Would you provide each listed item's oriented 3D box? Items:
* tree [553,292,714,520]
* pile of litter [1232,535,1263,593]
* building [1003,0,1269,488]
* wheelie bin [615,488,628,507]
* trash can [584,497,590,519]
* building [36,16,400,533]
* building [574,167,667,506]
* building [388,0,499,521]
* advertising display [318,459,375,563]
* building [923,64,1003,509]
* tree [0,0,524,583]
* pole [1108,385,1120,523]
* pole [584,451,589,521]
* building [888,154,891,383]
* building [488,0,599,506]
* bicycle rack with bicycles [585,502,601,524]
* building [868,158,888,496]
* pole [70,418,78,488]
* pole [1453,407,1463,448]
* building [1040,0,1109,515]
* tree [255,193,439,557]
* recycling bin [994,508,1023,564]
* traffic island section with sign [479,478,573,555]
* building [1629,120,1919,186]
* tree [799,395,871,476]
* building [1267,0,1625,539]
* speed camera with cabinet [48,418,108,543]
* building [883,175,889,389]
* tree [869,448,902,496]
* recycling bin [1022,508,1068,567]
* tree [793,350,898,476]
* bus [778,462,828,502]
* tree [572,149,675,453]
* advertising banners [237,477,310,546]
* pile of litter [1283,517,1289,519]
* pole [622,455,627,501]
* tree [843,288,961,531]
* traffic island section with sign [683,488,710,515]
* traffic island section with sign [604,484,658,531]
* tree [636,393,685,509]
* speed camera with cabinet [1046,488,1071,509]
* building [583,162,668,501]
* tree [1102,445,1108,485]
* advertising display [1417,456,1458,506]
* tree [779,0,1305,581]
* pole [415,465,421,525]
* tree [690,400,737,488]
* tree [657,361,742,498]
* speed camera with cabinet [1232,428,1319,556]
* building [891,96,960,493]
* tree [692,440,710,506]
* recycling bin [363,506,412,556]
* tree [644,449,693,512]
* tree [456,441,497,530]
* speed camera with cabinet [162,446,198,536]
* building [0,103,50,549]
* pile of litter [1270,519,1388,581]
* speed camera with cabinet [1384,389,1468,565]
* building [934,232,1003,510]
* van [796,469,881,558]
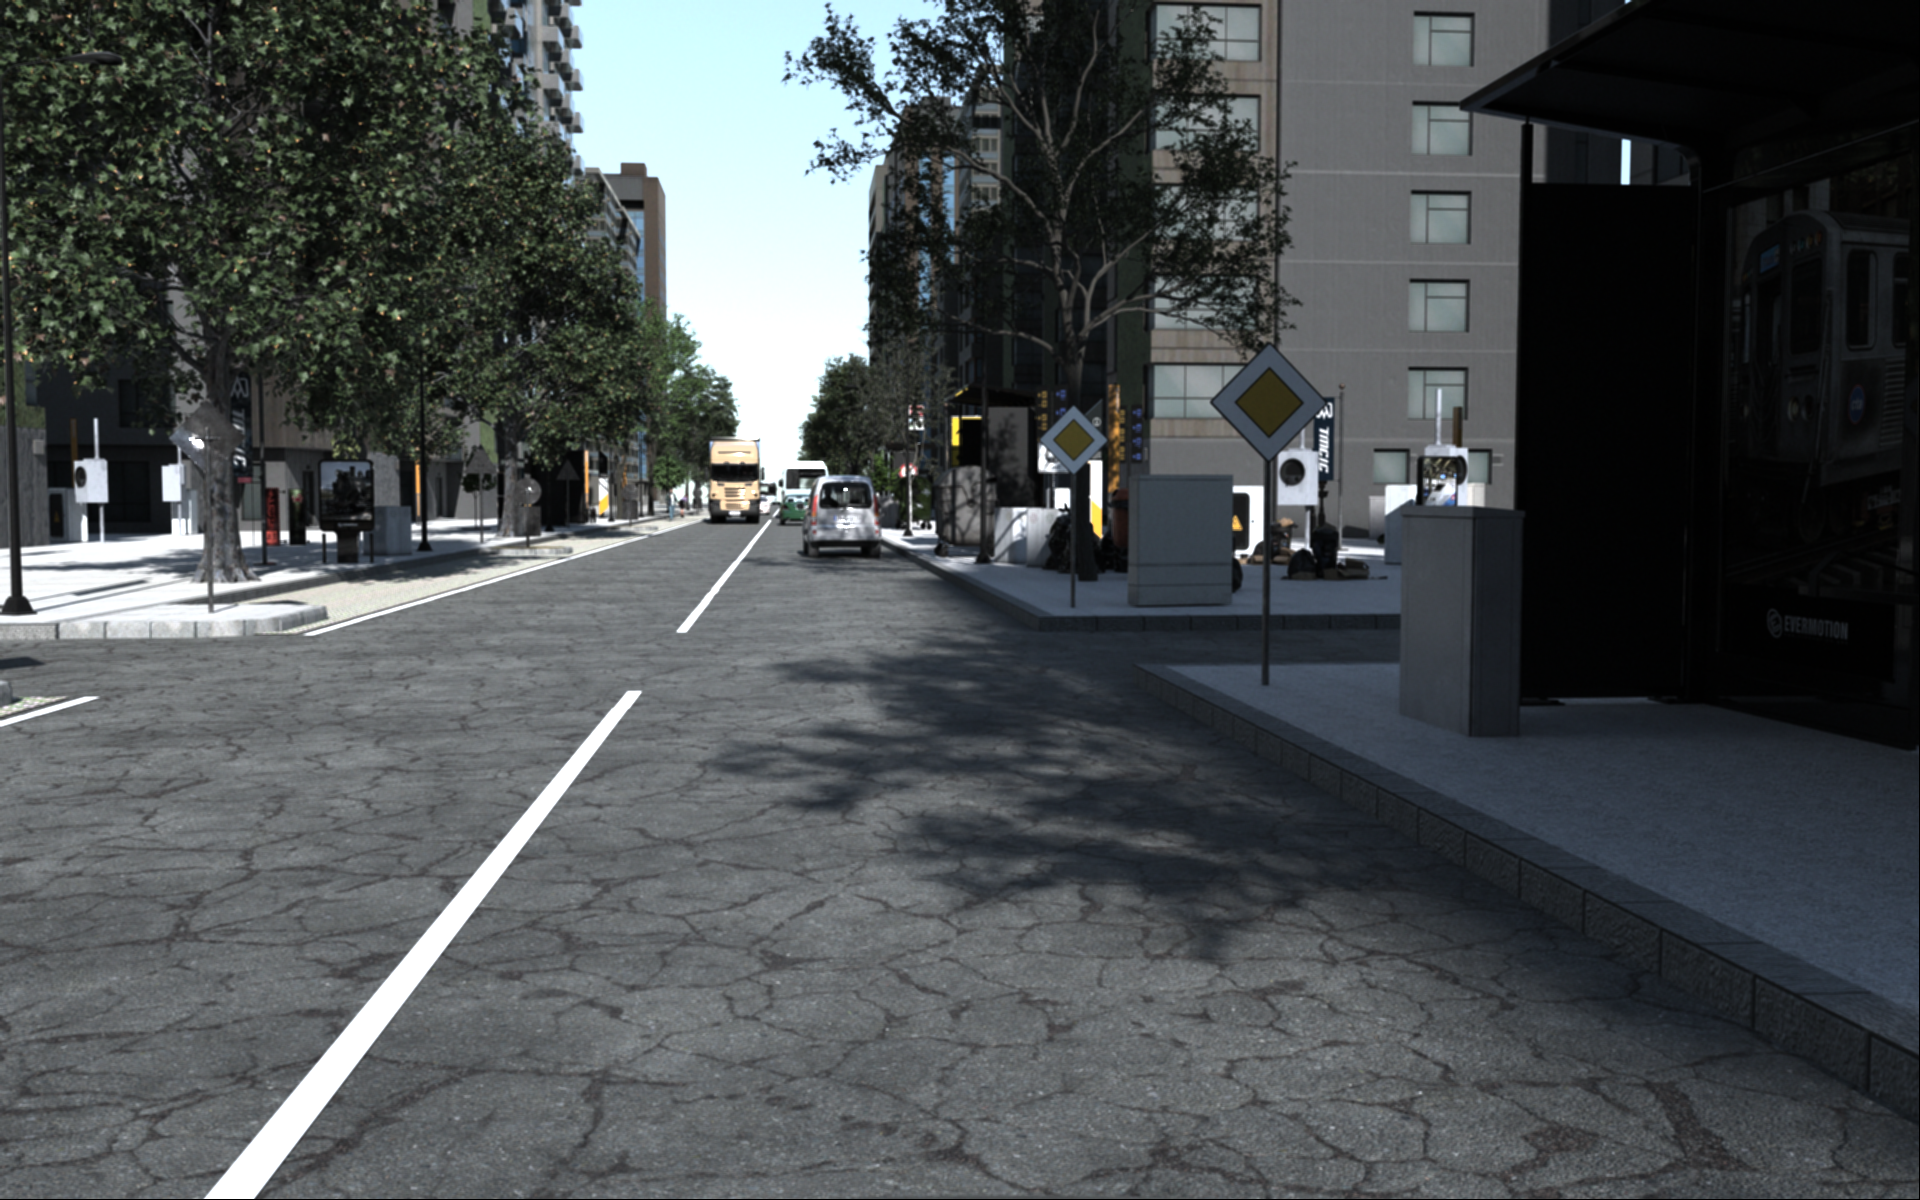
[{"bbox_3d":[-16.968,-9.839,86.617,9.928,11.665,9.643,0,3,0],"label":"tree"},{"bbox_3d":[3.184,-0.548,22.925,1.176,0.858,1.719,2,4,32],"label":"pile of litter"},{"bbox_3d":[9.344,-25.670,103.303,14.154,41.232,14.086,0,4,-6],"label":"building"},{"bbox_3d":[-18.034,-5.194,92.824,0.980,1.594,0.693,0,4,8],"label":"wheelie bin"},{"bbox_3d":[-18.446,-4.473,84.794,0.748,1.137,0.748,0,3,0],"label":"trash can"},{"bbox_3d":[-28.908,-17.724,61.494,14.160,30.474,14.107,0,4,-6],"label":"building"},{"bbox_3d":[-53.547,-32.169,217.849,32.217,40.220,23.993,0,4,-6],"label":"building"},{"bbox_3d":[-30.774,-24.437,83.144,14.154,41.232,14.086,0,4,-6],"label":"building"},{"bbox_3d":[-11.403,-1.652,32.219,0.974,1.923,0.123,-1,4,-8],"label":"advertising display"},{"bbox_3d":[12.731,-28.151,152.155,32.217,40.220,23.993,0,4,-6],"label":"building"},{"bbox_3d":[-10.809,-6.601,24.939,9.611,12.733,9.660,0,3,0],"label":"tree"},{"bbox_3d":[2.879,-2.360,32.432,0.158,3.312,0.155,0,3,0],"label":"pole"},{"bbox_3d":[-17.596,-5.370,81.644,0.158,3.312,0.155,0,3,0],"label":"pole"},{"bbox_3d":[-1.385,-34.267,210.369,14.600,45.320,14.200,0,4,-6],"label":"building"},{"bbox_3d":[-41.674,-31.596,136.200,23.786,49.044,30.456,0,4,-6],"label":"building"},{"bbox_3d":[-17.035,-3.860,76.499,2.852,0.926,2.925,0,4,3],"label":"bicycle rack with bicycles"},{"bbox_3d":[-1.652,-37.874,242.935,21.300,48.544,21.600,0,4,-6],"label":"building"},{"bbox_3d":[-23.841,-3.231,46.666,0.158,3.312,0.155,0,3,0],"label":"pole"},{"bbox_3d":[11.642,-2.860,40.599,0.158,3.312,0.155,0,3,0],"label":"pole"},{"bbox_3d":[10.974,-19.391,88.744,14.160,30.474,14.107,0,4,-6],"label":"building"},{"bbox_3d":[-12.513,-5.174,34.956,4.737,8.622,4.395,0,3,0],"label":"tree"},{"bbox_3d":[1.112,-1.198,32.143,0.722,1.027,0.722,-2,4,-31],"label":"recycling bin"},{"bbox_3d":[-10.311,-1.997,41.279,1.989,1.847,2.006,0,4,-6],"label":"traffic island section with sign"},{"bbox_3d":[30.215,-36.725,38.711,20.611,71.187,20.563,0,4,-6],"label":"building"},{"bbox_3d":[-11.447,-15.090,164.848,7.486,12.596,7.792,0,3,0],"label":"tree"},{"bbox_3d":[11.747,-22.763,55.778,14.154,41.232,14.086,0,4,-6],"label":"building"},{"bbox_3d":[-23.218,-3.132,45.540,2.038,3.252,0.660,2,4,35],"label":"speed camera with cabinet"},{"bbox_3d":[-3.050,-33.111,224.956,14.154,41.232,14.086,0,4,-6],"label":"building"},{"bbox_3d":[-3.173,-4.546,68.928,1.663,3.219,1.824,0,3,0],"label":"tree"},{"bbox_3d":[1.647,-1.098,30.507,0.722,1.027,0.722,3,4,36],"label":"recycling bin"},{"bbox_3d":[-8.793,-13.535,138.308,9.611,12.733,9.660,0,3,0],"label":"tree"},{"bbox_3d":[-9.479,-6.734,104.962,2.948,3.499,13.247,0,4,-6],"label":"bus"},{"bbox_3d":[-13.280,-8.218,51.379,9.611,12.733,9.660,0,3,0],"label":"tree"},{"bbox_3d":[-17.028,-2.850,42.793,0.090,3.025,2.074,2,4,34],"label":"advertising banners"},{"bbox_3d":[5.765,-1.076,31.559,1.176,0.858,1.719,-3,4,-38],"label":"pile of litter"},{"bbox_3d":[-17.667,-5.954,91.195,0.158,3.312,0.155,0,3,0],"label":"pole"},{"bbox_3d":[-1.777,-6.623,58.641,4.360,8.622,3.978,0,3,0],"label":"tree"},{"bbox_3d":[-17.731,-6.654,117.423,1.989,1.847,2.006,0,4,-6],"label":"traffic island section with sign"},{"bbox_3d":[-12.925,-3.638,68.108,1.989,1.847,2.006,0,4,-6],"label":"traffic island section with sign"},{"bbox_3d":[-23.773,-13.184,149.970,8.767,10.594,7.601,-1,4,-19],"label":"tree"},{"bbox_3d":[2.498,-3.322,48.657,2.038,3.252,0.660,-1,4,-22],"label":"speed camera with cabinet"},{"bbox_3d":[-47.617,-35.921,237.420,14.600,45.320,14.200,0,4,-6],"label":"building"},{"bbox_3d":[7.854,-5.810,78.713,4.285,4.588,4.351,0,3,0],"label":"tree"},{"bbox_3d":[8.132,-1.487,29.529,0.974,1.923,0.123,-3,4,-38],"label":"advertising display"},{"bbox_3d":[1.581,-5.566,25.424,7.601,10.594,8.767,1,4,23],"label":"tree"},{"bbox_3d":[-22.194,-4.712,70.883,0.158,3.312,0.155,0,3,0],"label":"pole"},{"bbox_3d":[-29.717,-17.690,207.351,7.486,12.596,7.792,0,3,0],"label":"tree"},{"bbox_3d":[-25.415,-15.961,167.612,9.857,13.997,8.962,0,3,0],"label":"tree"},{"bbox_3d":[6.300,-2.524,35.601,2.038,3.252,0.660,2,4,34],"label":"speed camera with cabinet"},{"bbox_3d":[0.190,-33.405,196.282,14.600,45.320,14.200,0,4,-6],"label":"building"},{"bbox_3d":[-26.762,-14.271,183.698,4.360,8.622,3.978,0,3,0],"label":"tree"},{"bbox_3d":[-12.017,-1.455,36.339,0.722,1.027,0.722,2,4,27],"label":"recycling bin"},{"bbox_3d":[-21.307,-8.720,126.278,4.285,4.588,4.351,0,3,0],"label":"tree"},{"bbox_3d":[-17.589,-4.155,62.532,1.663,3.219,1.824,0,3,0],"label":"tree"},{"bbox_3d":[-24.441,-3.663,54.229,0.660,3.252,2.038,-1,4,-11],"label":"speed camera with cabinet"},{"bbox_3d":[-28.960,-21.451,34.326,14.154,41.232,14.086,0,4,-6],"label":"building"},{"bbox_3d":[5.658,-0.744,26.136,1.719,0.858,1.176,0,4,0],"label":"pile of litter"},{"bbox_3d":[8.635,-2.304,32.000,0.660,3.252,2.038,3,5,45],"label":"speed camera with cabinet"},{"bbox_3d":[13.089,-17.188,126.064,27.650,21.520,28.899,0,4,-6],"label":"building"},{"bbox_3d":[-2.795,-2.046,40.471,2.013,2.044,4.112,0,4,-7],"label":"van"}]
